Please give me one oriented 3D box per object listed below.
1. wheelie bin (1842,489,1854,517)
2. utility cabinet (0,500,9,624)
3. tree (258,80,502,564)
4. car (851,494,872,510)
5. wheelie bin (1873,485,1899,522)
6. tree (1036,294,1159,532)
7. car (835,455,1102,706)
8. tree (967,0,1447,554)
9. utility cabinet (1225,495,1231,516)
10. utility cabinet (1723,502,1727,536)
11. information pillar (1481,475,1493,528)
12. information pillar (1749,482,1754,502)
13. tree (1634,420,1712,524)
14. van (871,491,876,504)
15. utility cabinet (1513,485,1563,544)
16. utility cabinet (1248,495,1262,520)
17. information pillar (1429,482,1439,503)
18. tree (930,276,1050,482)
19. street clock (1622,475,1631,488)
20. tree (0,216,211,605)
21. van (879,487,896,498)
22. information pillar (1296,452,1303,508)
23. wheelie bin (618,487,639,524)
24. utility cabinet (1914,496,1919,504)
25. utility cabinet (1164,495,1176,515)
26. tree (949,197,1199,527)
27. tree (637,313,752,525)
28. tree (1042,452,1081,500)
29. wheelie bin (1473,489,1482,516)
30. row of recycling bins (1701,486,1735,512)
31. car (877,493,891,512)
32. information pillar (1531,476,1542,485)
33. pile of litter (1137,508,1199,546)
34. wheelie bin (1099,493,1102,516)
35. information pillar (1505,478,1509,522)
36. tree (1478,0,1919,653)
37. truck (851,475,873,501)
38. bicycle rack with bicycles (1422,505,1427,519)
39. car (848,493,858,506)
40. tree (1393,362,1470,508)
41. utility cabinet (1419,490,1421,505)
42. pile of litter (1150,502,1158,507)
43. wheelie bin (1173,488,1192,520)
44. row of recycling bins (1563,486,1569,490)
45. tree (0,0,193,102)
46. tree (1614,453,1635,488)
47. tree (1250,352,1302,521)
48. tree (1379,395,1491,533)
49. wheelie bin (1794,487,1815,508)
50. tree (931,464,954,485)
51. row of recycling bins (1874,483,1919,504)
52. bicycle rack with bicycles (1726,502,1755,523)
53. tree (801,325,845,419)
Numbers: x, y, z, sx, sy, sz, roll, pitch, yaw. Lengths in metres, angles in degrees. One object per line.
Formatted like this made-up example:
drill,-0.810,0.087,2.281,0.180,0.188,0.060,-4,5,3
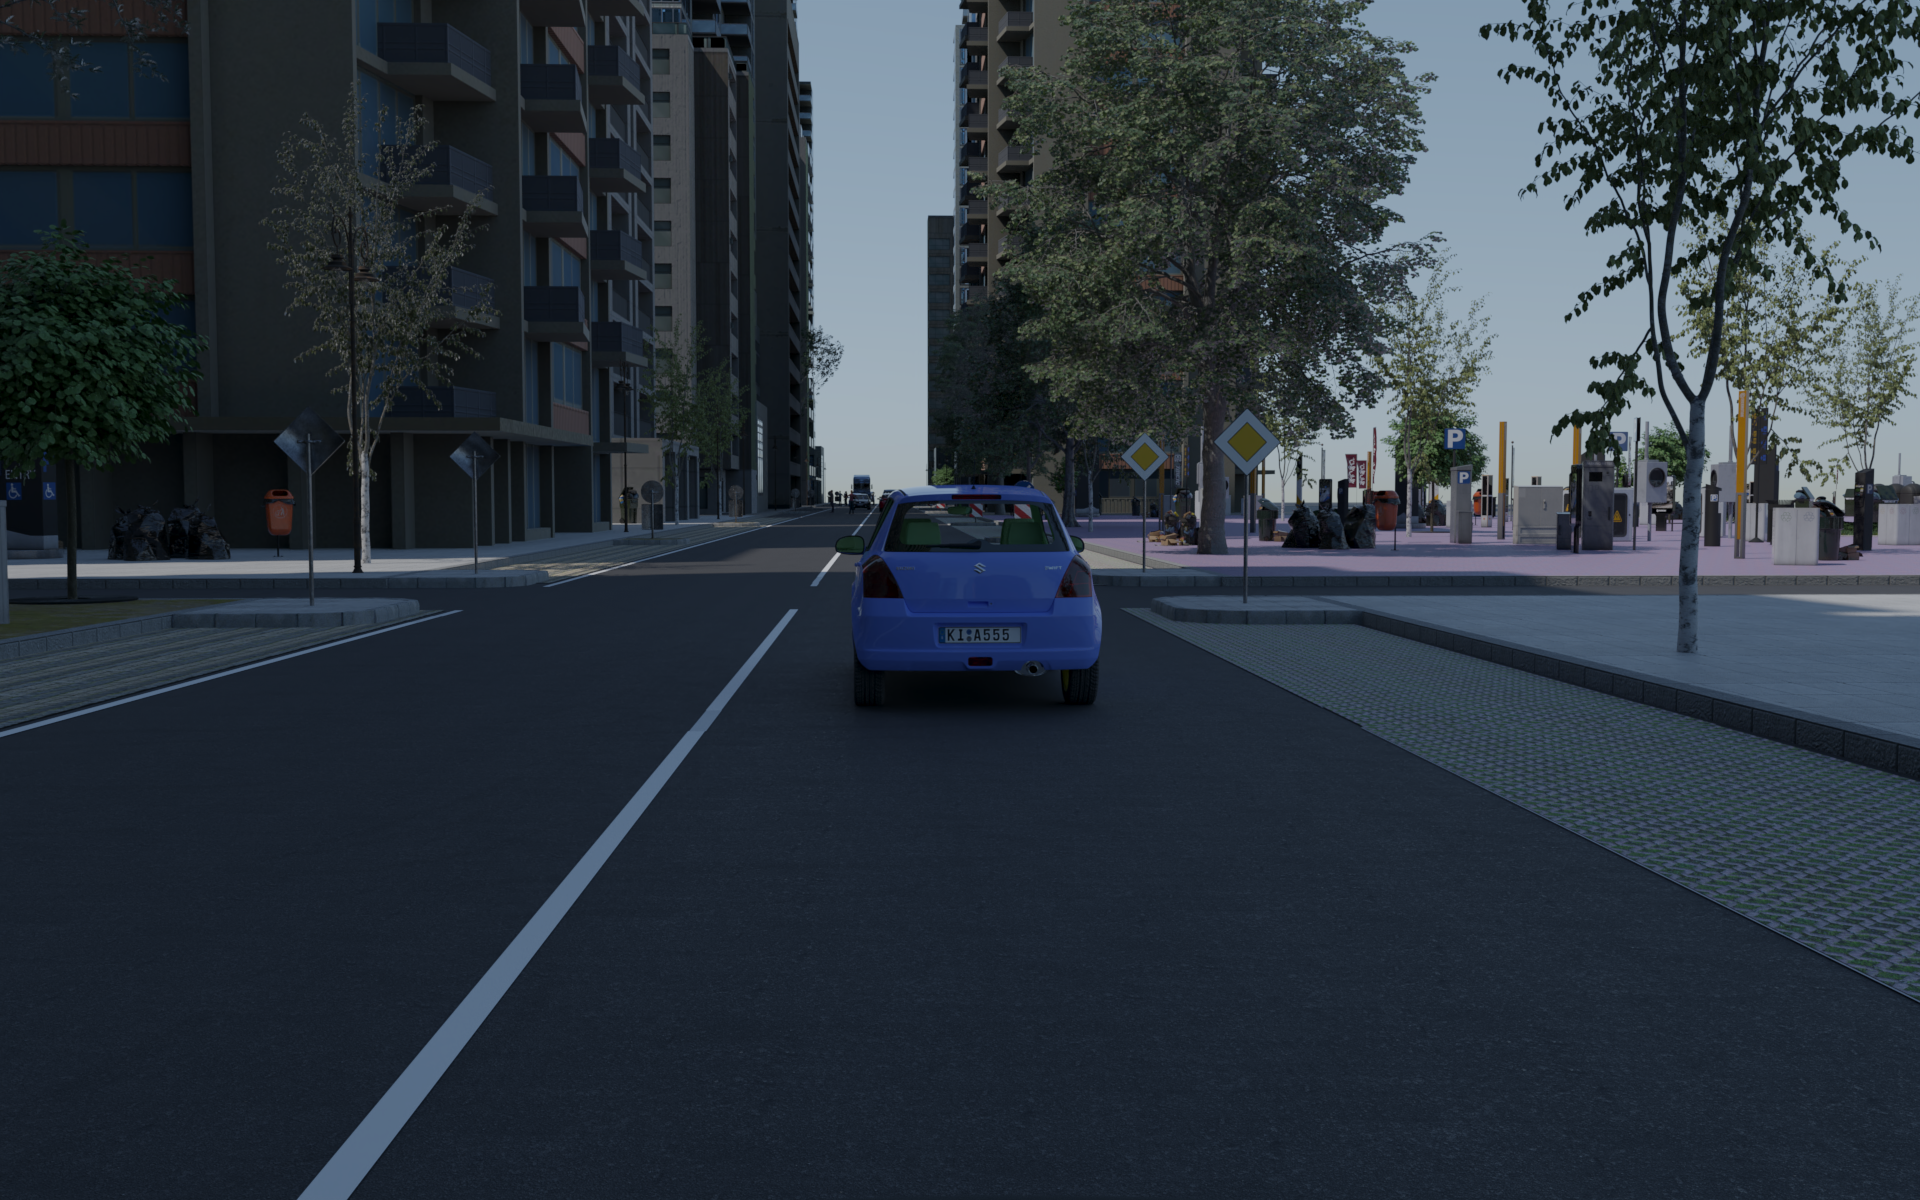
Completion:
wheelie bin,50.682,-5.539,98.476,0.693,1.594,0.980,-3,5,-43
utility cabinet,-9.842,-0.382,17.410,0.306,1.237,1.020,-3,5,-39
tree,-10.818,-4.990,31.957,4.360,8.622,3.978,0,3,0
car,-9.027,-9.052,157.779,2.009,1.686,4.222,0,4,-1
wheelie bin,32.698,-3.270,61.373,0.980,1.594,0.693,-1,4,-8
tree,4.457,-6.588,58.078,4.360,8.622,3.978,0,3,0
car,0.024,-0.212,13.060,1.945,1.707,3.694,0,4,-4
tree,5.314,-7.960,36.805,9.857,13.997,8.962,0,3,0
utility cabinet,15.556,-5.602,102.761,1.020,1.237,0.306,-2,4,-24
utility cabinet,22.986,-2.568,53.142,0.306,1.237,1.020,-2,4,-30
information pillar,20.204,-3.786,66.399,0.304,2.012,0.304,-2,4,-35
information pillar,46.387,-5.930,101.441,0.304,2.012,0.304,1,4,21
tree,30.748,-5.578,74.918,4.285,4.588,4.351,0,3,0
van,-13.583,-15.417,259.073,2.013,2.044,4.112,0,4,-4
utility cabinet,14.597,-2.144,43.732,1.173,1.500,0.318,0,4,-6
utility cabinet,14.654,-4.619,86.676,1.020,1.237,0.306,-2,4,-35
information pillar,25.281,-6.179,92.379,0.504,3.616,0.183,1,4,22
tree,3.597,-10.880,88.265,12.009,13.543,11.850,0,3,0
street clock,25.208,-3.729,65.537,0.358,2.002,0.471,0,4,7
tree,-10.712,-2.255,20.585,4.285,4.588,4.351,0,3,0
van,-6.143,-8.936,153.116,2.013,2.044,4.112,0,4,-3
information pillar,19.043,-6.471,97.148,0.183,3.616,0.504,-1,4,-23
wheelie bin,-14.307,-4.101,74.965,0.693,1.594,0.980,2,4,24
utility cabinet,33.917,-3.068,61.325,0.306,1.237,1.020,2,4,30
utility cabinet,11.942,-5.383,99.167,1.020,1.237,0.306,2,4,35
tree,4.352,-9.190,67.272,9.611,12.733,9.660,0,3,0
tree,-11.563,-7.417,71.624,4.737,8.622,4.395,0,3,0
tree,4.706,-5.080,77.659,1.663,3.219,1.824,0,3,0
wheelie bin,30.043,-5.616,99.722,0.980,1.594,0.693,-2,4,-30
row of recycling bins,39.653,-5.141,91.172,3.534,1.692,1.069,-1,4,-19
car,-5.758,-8.145,142.210,2.155,1.783,4.494,0,4,-2
information pillar,23.873,-4.115,71.778,0.304,2.012,0.304,-3,4,-36
pile of litter,5.486,-1.800,43.391,1.719,0.858,1.176,-2,4,-35
wheelie bin,8.168,-5.856,103.660,0.693,1.594,0.980,0,4,2
information pillar,24.942,-4.581,79.398,0.304,2.012,0.304,-2,4,-34
tree,6.093,-3.889,13.951,4.737,8.622,4.395,0,3,0
truck,-14.049,-15.734,247.009,2.967,4.110,18.799,0,4,-4
bicycle rack with bicycles,21.498,-4.235,82.618,2.852,0.926,2.925,-3,5,-41
car,-11.583,-11.261,193.713,1.945,1.707,3.694,0,4,-1
tree,25.515,-8.844,94.959,4.360,8.622,3.978,0,3,0
utility cabinet,22.418,-4.754,86.411,0.318,1.500,1.173,-3,4,-38
pile of litter,10.395,-4.906,94.181,1.719,0.858,1.176,0,4,-3
wheelie bin,11.018,-4.741,85.420,0.980,1.594,0.693,-1,4,-17
row of recycling bins,32.675,-5.061,89.868,1.069,1.692,3.534,-2,4,-28
tree,-10.249,-6.147,10.878,12.009,13.543,11.850,0,3,0
tree,30.290,-5.193,79.511,1.663,3.219,1.824,0,3,0
tree,15.443,-8.041,81.830,4.737,8.622,4.395,0,3,0
tree,15.623,-4.513,57.502,4.285,4.588,4.351,0,3,0
wheelie bin,35.828,-4.015,73.550,0.693,1.594,0.980,3,5,44
tree,-1.524,-12.683,191.077,4.285,4.588,4.351,0,3,0
row of recycling bins,36.279,-3.629,66.445,1.069,1.692,3.534,-1,4,-17
bicycle rack with bicycles,34.620,-3.927,77.582,2.925,0.926,2.852,-2,4,-24
tree,-18.782,-19.720,178.308,12.611,20.169,13.585,0,3,0
